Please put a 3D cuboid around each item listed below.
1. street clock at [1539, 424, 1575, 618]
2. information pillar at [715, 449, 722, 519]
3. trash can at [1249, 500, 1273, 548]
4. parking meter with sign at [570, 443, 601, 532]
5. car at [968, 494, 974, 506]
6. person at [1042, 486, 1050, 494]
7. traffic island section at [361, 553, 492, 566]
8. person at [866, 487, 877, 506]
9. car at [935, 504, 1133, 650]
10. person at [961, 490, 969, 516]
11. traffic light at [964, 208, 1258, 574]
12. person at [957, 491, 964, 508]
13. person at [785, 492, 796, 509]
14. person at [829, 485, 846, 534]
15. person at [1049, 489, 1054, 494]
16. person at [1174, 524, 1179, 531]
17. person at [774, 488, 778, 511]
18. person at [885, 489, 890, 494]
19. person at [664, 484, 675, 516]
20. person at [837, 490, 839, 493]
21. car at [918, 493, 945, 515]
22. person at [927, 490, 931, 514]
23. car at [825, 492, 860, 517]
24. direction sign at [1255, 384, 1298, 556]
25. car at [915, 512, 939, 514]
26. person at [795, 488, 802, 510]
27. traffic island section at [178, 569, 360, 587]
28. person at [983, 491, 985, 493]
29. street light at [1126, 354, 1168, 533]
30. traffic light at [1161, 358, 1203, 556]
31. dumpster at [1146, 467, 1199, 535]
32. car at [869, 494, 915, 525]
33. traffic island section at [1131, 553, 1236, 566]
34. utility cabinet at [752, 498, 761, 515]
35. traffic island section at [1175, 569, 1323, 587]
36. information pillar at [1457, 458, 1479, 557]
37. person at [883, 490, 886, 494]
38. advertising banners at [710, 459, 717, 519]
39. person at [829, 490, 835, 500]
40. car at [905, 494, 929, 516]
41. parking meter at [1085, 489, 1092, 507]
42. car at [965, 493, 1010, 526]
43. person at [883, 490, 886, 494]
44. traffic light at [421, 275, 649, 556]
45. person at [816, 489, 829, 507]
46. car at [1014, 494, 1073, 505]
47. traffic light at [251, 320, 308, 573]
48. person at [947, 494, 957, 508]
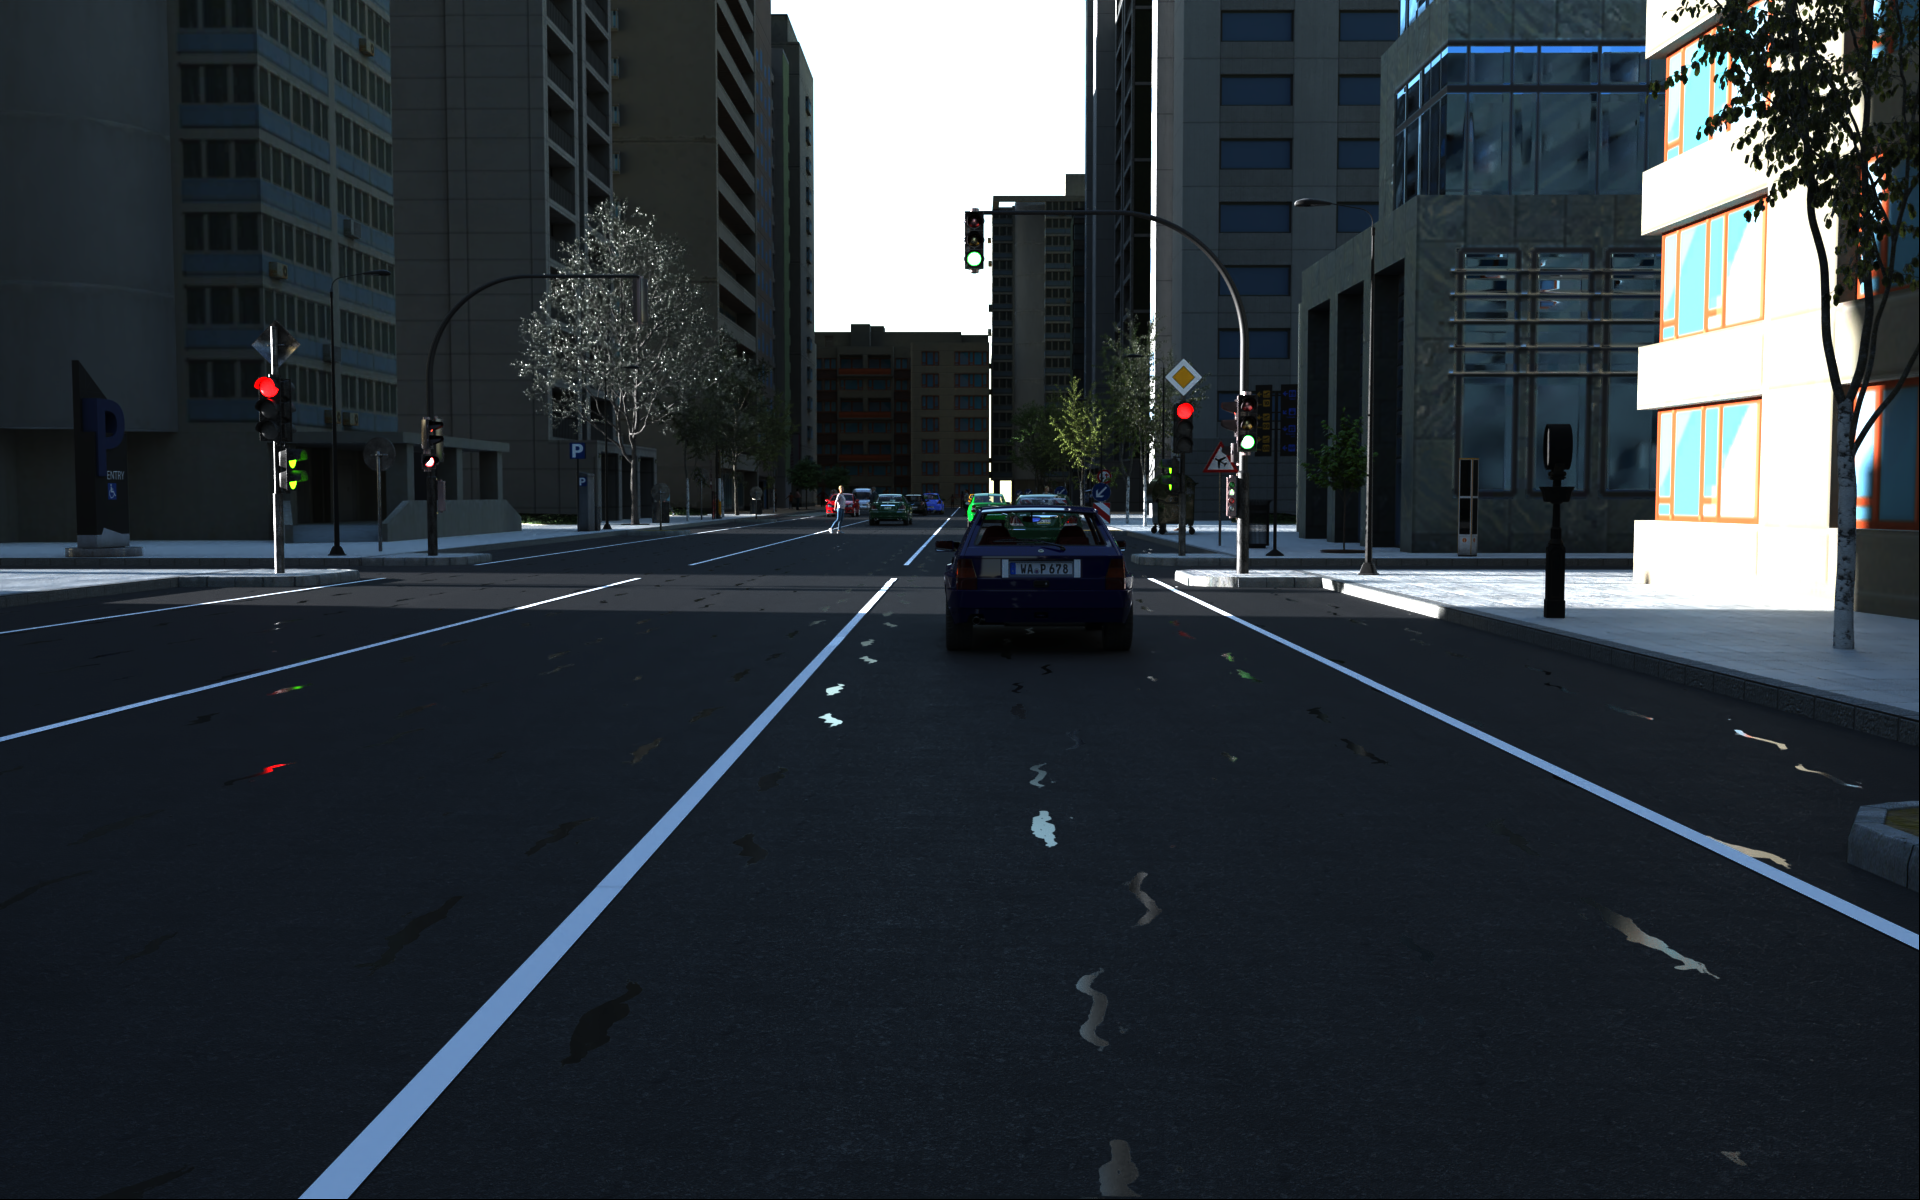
[{"bbox_3d":[6.174,-0.817,17.933,0.358,2.002,0.471,1,4,10],"label":"street clock"},{"bbox_3d":[-12.695,-6.093,90.974,0.183,3.616,0.504,-2,4,-34],"label":"information pillar"},{"bbox_3d":[7.034,-1.801,41.102,0.748,1.137,0.748,0,3,0],"label":"trash can"},{"bbox_3d":[-12.869,-3.878,59.664,0.543,3.016,1.738,0,4,7],"label":"parking meter with sign"},{"bbox_3d":[1.681,-10.793,186.685,2.015,1.641,3.980,0,4,1],"label":"car"},{"bbox_3d":[3.725,-3.991,74.110,0.694,1.780,0.624,-1,4,-9],"label":"person"},{"bbox_3d":[-11.007,-0.846,36.108,2.009,0.180,2.903,0,4,0],"label":"traffic island section"},{"bbox_3d":[-4.366,-4.741,86.186,0.590,1.801,0.661,-1,4,-15],"label":"person"},{"bbox_3d":[0.721,-0.283,17.209,1.945,1.354,3.894,0,3,0],"label":"car"},{"bbox_3d":[0.341,-6.418,114.224,0.721,1.735,1.217,-1,4,-20],"label":"person"},{"bbox_3d":[2.447,-3.248,27.771,4.771,5.953,1.251,0,4,0],"label":"traffic light"},{"bbox_3d":[0.223,-10.374,178.794,1.217,1.739,0.721,-1,4,-19],"label":"person"},{"bbox_3d":[-14.637,-8.597,149.857,1.065,1.426,0.557,0,4,-8],"label":"person"},{"bbox_3d":[-4.458,-3.273,62.689,0.598,1.740,0.731,0,4,6],"label":"person"},{"bbox_3d":[7.799,-8.659,148.287,0.551,1.740,0.621,-3,5,-45],"label":"person"},{"bbox_3d":[7.618,-3.335,60.759,0.466,1.800,0.511,1,4,14],"label":"person"},{"bbox_3d":[-13.683,-7.472,128.932,0.721,1.735,1.217,0,4,0],"label":"person"},{"bbox_3d":[-5.437,-7.438,130.067,1.348,1.831,0.705,-1,4,-15],"label":"person"},{"bbox_3d":[-17.040,-5.818,101.023,0.748,1.841,0.638,1,4,14],"label":"person"},{"bbox_3d":[-12.294,-10.230,174.019,1.217,1.735,0.721,-1,4,-22],"label":"person"},{"bbox_3d":[-2.018,-6.885,122.164,1.945,1.707,3.694,0,4,2],"label":"car"},{"bbox_3d":[-2.231,-7.057,124.813,0.436,1.711,0.756,-2,4,-24],"label":"person"},{"bbox_3d":[-7.362,-6.117,109.058,2.155,1.783,4.494,0,4,2],"label":"car"},{"bbox_3d":[6.540,-2.684,35.878,0.876,3.537,0.379,2,4,23],"label":"direction sign"},{"bbox_3d":[-2.451,-7.052,127.885,1.945,1.354,3.894,0,4,1],"label":"car"},{"bbox_3d":[-12.817,-8.002,137.578,0.721,1.736,1.217,-2,4,-27],"label":"person"},{"bbox_3d":[-11.061,-0.357,28.123,2.009,0.180,2.903,0,4,0],"label":"traffic island section"},{"bbox_3d":[2.584,-10.373,178.785,0.721,1.739,1.217,-3,4,-37],"label":"person"},{"bbox_3d":[6.217,-5.201,57.570,1.470,5.913,1.316,0,4,0],"label":"street light"},{"bbox_3d":[4.594,-2.872,35.883,0.839,4.253,0.868,0,4,0],"label":"traffic light"},{"bbox_3d":[6.812,-3.243,55.520,1.502,2.255,1.985,0,4,0],"label":"dumpster"},{"bbox_3d":[-3.202,-4.209,80.621,2.131,1.459,4.920,0,4,2],"label":"car"},{"bbox_3d":[4.634,-0.839,35.997,2.009,0.180,2.903,0,4,0],"label":"traffic island section"},{"bbox_3d":[-12.576,-6.009,106.928,0.318,1.500,1.173,-1,4,-19],"label":"utility cabinet"},{"bbox_3d":[4.580,-0.351,28.012,2.009,0.180,2.903,0,4,0],"label":"traffic island section"},{"bbox_3d":[10.435,-1.900,35.559,0.304,2.012,0.304,3,5,42],"label":"information pillar"},{"bbox_3d":[-6.309,-8.111,141.833,0.721,1.743,1.217,-1,4,-21],"label":"person"},{"bbox_3d":[-12.509,-5.599,87.735,0.090,3.025,2.074,0,4,0],"label":"advertising banners"},{"bbox_3d":[-9.417,-7.297,128.751,0.756,1.711,0.436,1,4,19],"label":"person"},{"bbox_3d":[-3.059,-6.451,115.267,2.009,1.686,4.222,0,4,0],"label":"car"},{"bbox_3d":[6.832,-5.128,92.247,0.372,1.533,0.369,0,3,0],"label":"parking meter"},{"bbox_3d":[1.199,-3.992,74.065,1.959,1.807,4.718,0,4,0],"label":"car"},{"bbox_3d":[-7.195,-9.727,167.553,1.348,1.823,0.705,-3,4,-36],"label":"person"},{"bbox_3d":[-8.875,-3.751,35.994,4.771,5.953,1.251,0,4,0],"label":"traffic light"},{"bbox_3d":[-13.603,-10.124,171.525,1.348,1.831,0.705,1,4,17],"label":"person"},{"bbox_3d":[2.007,-1.839,41.870,2.131,1.459,4.920,0,4,2],"label":"car"},{"bbox_3d":[-11.021,-2.389,27.988,0.839,4.253,0.868,0,4,0],"label":"traffic light"},{"bbox_3d":[-0.758,-9.924,174.011,1.065,1.426,0.557,1,4,10],"label":"person"}]
